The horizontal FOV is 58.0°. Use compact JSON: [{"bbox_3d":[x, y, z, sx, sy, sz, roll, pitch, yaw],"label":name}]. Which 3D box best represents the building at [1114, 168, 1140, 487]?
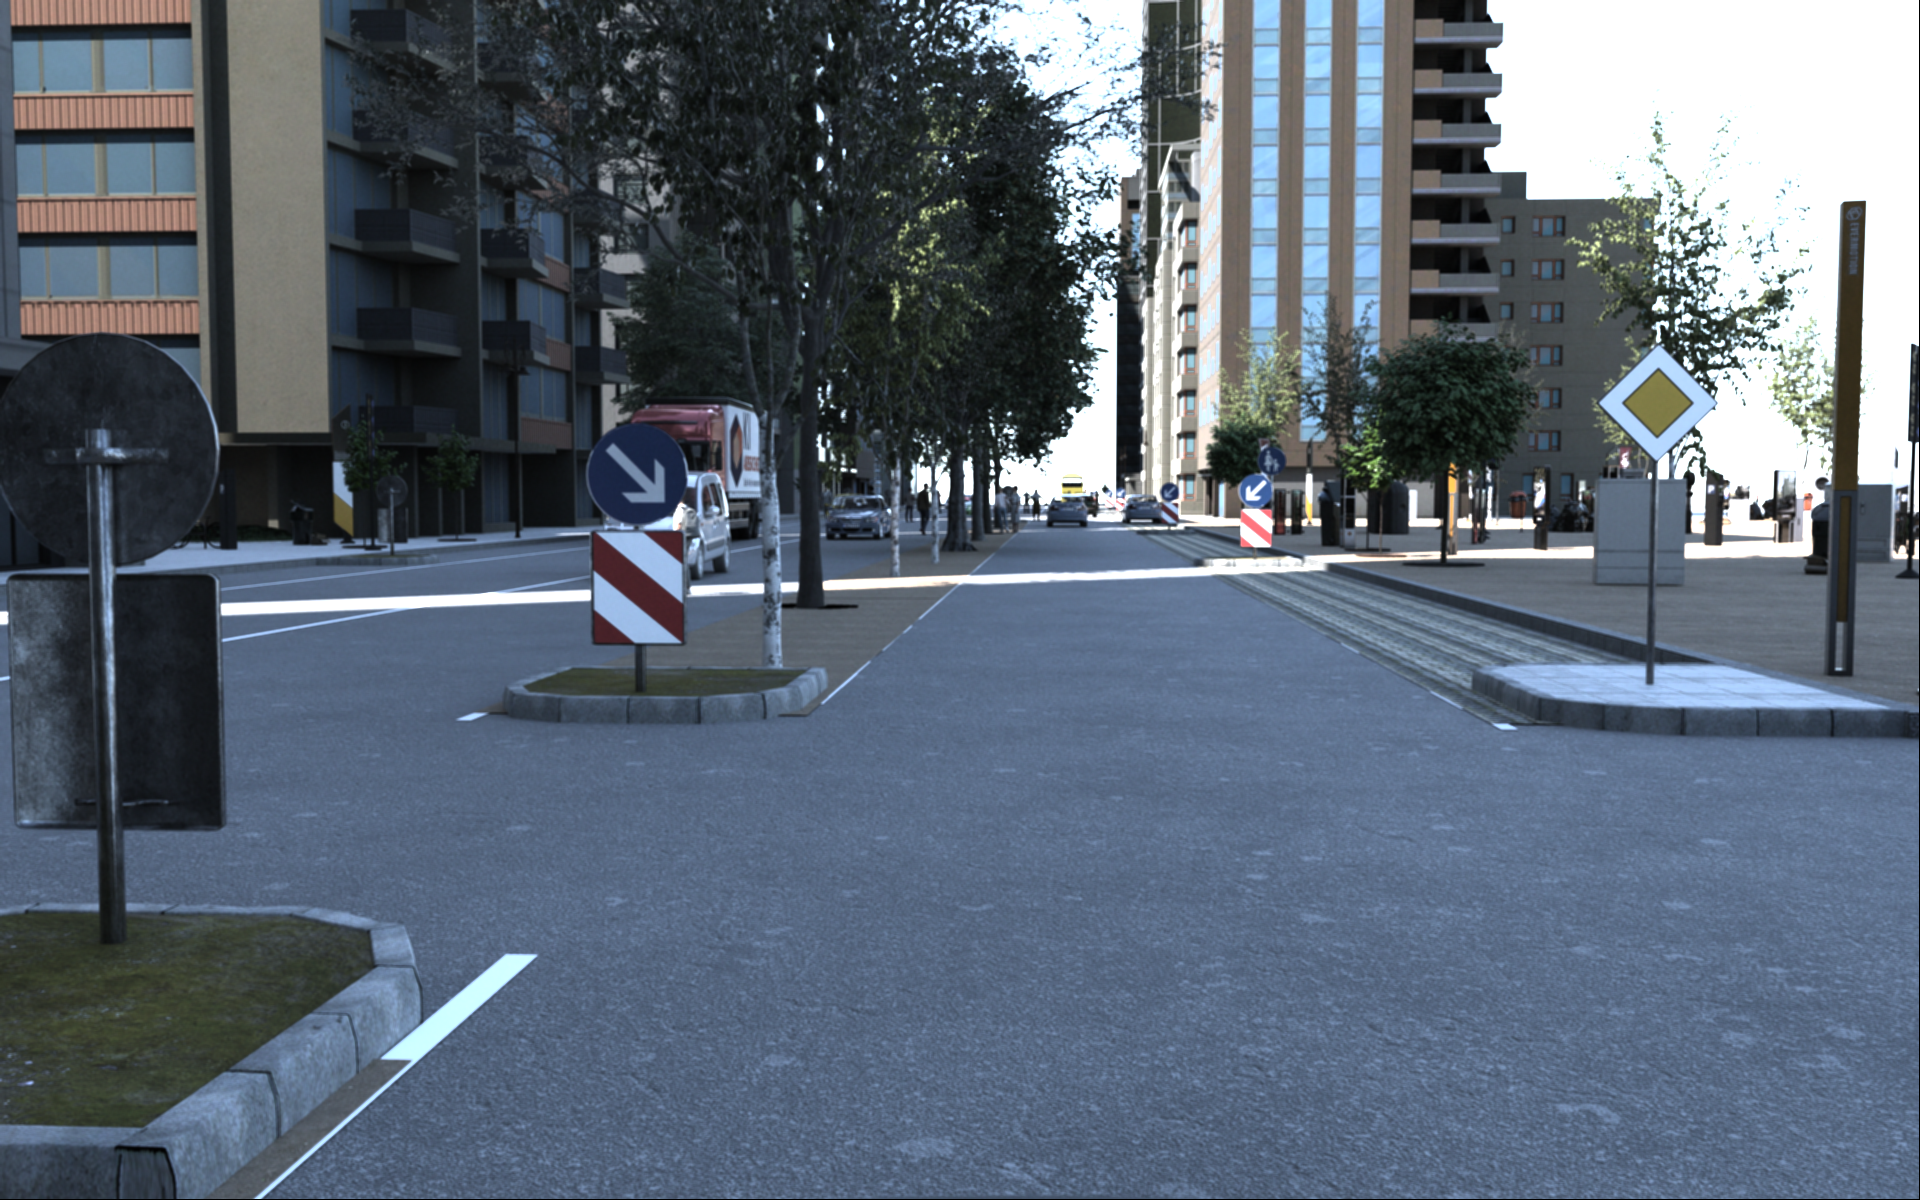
[{"bbox_3d":[28.620,-35.914,237.300,14.600,45.320,14.200,0,4,3],"label":"building"}]

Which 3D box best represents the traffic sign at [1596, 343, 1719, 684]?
[{"bbox_3d":[4.653,-0.488,11.627,0.795,2.450,0.064,0,4,3],"label":"traffic sign"}]

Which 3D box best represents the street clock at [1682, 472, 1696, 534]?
[{"bbox_3d":[23.508,-3.139,55.891,0.358,2.002,0.471,0,4,-5],"label":"street clock"}]

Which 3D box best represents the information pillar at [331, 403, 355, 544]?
[{"bbox_3d":[-15.926,-3.263,44.701,0.504,3.616,0.183,-3,4,-39],"label":"information pillar"}]

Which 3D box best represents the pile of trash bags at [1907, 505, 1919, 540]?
[{"bbox_3d":[28.174,-2.331,47.858,3.447,1.369,1.912,-1,4,-9],"label":"pile of trash bags"}]

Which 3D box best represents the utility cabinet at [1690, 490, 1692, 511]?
[{"bbox_3d":[23.375,-2.949,56.893,1.173,1.500,0.318,0,4,7],"label":"utility cabinet"}]

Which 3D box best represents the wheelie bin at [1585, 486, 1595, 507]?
[{"bbox_3d":[24.421,-3.597,66.723,0.693,1.594,0.980,-2,4,-24],"label":"wheelie bin"}]

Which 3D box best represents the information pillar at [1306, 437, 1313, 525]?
[{"bbox_3d":[14.502,-4.925,71.882,0.183,3.616,0.504,0,4,-6],"label":"information pillar"}]

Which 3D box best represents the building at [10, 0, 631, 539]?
[{"bbox_3d":[-24.734,-24.926,62.159,22.147,44.769,28.867,0,4,3],"label":"building"}]

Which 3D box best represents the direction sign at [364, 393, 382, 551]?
[{"bbox_3d":[-13.399,-2.901,39.429,0.379,3.537,0.876,-1,4,-10],"label":"direction sign"}]

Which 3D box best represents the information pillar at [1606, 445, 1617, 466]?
[{"bbox_3d":[31.233,-5.610,83.074,0.504,3.616,0.183,-1,4,-14],"label":"information pillar"}]

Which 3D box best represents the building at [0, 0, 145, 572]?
[{"bbox_3d":[-25.045,-35.883,24.939,20.563,71.187,20.611,0,4,3],"label":"building"}]

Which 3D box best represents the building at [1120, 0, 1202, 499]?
[{"bbox_3d":[29.738,-46.863,204.461,20.563,71.187,20.611,0,4,3],"label":"building"}]

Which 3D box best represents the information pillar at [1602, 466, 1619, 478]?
[{"bbox_3d":[16.877,-2.476,44.970,0.304,2.012,0.304,-1,4,-11],"label":"information pillar"}]

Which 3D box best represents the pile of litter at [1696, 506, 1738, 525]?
[{"bbox_3d":[31.599,-3.556,72.098,1.719,0.858,1.176,3,5,40],"label":"pile of litter"}]

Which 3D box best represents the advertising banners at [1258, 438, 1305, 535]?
[{"bbox_3d":[10.082,-3.562,54.419,2.074,3.025,0.090,-2,4,-35],"label":"advertising banners"}]

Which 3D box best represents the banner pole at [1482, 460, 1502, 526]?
[{"bbox_3d":[21.369,-4.866,69.572,0.863,3.779,0.401,0,4,4],"label":"banner pole"}]

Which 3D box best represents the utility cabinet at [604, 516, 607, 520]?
[{"bbox_3d":[-17.973,-4.677,85.141,1.173,1.500,0.318,0,4,7],"label":"utility cabinet"}]

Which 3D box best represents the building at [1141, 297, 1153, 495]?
[{"bbox_3d":[29.867,-18.401,145.897,27.650,21.520,28.899,0,4,3],"label":"building"}]

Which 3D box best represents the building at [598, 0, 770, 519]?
[{"bbox_3d":[-18.520,-19.784,95.173,14.160,30.474,14.107,0,4,3],"label":"building"}]

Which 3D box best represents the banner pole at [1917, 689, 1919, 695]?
[{"bbox_3d":[6.495,-1.285,11.021,0.863,3.779,0.401,-2,4,-35],"label":"banner pole"}]

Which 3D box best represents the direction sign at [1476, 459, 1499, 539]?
[{"bbox_3d":[15.023,-3.523,49.598,0.379,3.537,0.876,-2,4,-29],"label":"direction sign"}]

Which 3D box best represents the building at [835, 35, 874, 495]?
[{"bbox_3d":[-15.377,-30.845,154.422,14.600,45.320,14.200,0,4,3],"label":"building"}]

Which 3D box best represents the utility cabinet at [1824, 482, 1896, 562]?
[{"bbox_3d":[17.011,-1.475,32.789,1.173,1.500,0.318,3,5,40],"label":"utility cabinet"}]

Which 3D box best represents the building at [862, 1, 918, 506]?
[{"bbox_3d":[-16.037,-55.359,217.783,22.319,86.520,31.000,0,4,3],"label":"building"}]

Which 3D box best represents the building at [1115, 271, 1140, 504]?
[{"bbox_3d":[27.038,-27.616,223.218,14.160,30.474,14.107,0,4,3],"label":"building"}]

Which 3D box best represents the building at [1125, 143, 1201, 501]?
[{"bbox_3d":[33.760,-29.962,181.763,32.217,40.220,23.993,0,4,3],"label":"building"}]

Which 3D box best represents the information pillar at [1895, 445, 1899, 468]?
[{"bbox_3d":[43.951,-5.505,81.369,0.183,3.616,0.504,1,4,11],"label":"information pillar"}]

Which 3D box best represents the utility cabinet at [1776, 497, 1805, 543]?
[{"bbox_3d":[22.074,-2.132,46.022,1.020,1.237,0.306,-3,5,-41],"label":"utility cabinet"}]

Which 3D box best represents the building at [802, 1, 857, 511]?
[{"bbox_3d":[-20.793,-31.357,132.301,23.786,49.044,30.456,0,4,3],"label":"building"}]

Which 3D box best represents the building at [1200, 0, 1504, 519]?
[{"bbox_3d":[20.644,-27.180,94.506,14.600,45.320,14.200,0,4,3],"label":"building"}]

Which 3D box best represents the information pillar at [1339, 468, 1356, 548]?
[{"bbox_3d":[9.268,-2.255,41.369,0.304,2.012,0.304,0,4,-7],"label":"information pillar"}]

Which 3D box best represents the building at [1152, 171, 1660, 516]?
[{"bbox_3d":[27.774,-16.595,116.360,27.650,21.520,28.899,0,4,3],"label":"building"}]

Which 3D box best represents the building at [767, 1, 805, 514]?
[{"bbox_3d":[-17.791,-26.019,109.001,14.154,41.232,14.086,0,4,3],"label":"building"}]

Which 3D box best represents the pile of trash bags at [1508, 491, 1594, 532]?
[{"bbox_3d":[20.154,-2.987,58.583,3.447,1.369,1.912,-1,4,-13],"label":"pile of trash bags"}]

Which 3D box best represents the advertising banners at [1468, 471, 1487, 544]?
[{"bbox_3d":[13.198,-2.940,44.265,0.090,3.025,2.074,2,4,29],"label":"advertising banners"}]

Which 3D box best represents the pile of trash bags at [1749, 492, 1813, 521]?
[{"bbox_3d":[39.884,-4.537,83.932,3.447,1.369,1.912,-1,4,-17],"label":"pile of trash bags"}]

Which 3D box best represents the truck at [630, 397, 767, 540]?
[{"bbox_3d":[-7.818,-3.884,52.424,2.839,4.237,11.283,0,4,2],"label":"truck"}]

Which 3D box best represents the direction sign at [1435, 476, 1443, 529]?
[{"bbox_3d":[17.618,-4.365,63.372,0.876,3.537,0.379,0,4,3],"label":"direction sign"}]

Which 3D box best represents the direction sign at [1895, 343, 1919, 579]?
[{"bbox_3d":[14.484,-2.099,26.316,0.379,3.537,0.876,3,4,39],"label":"direction sign"}]

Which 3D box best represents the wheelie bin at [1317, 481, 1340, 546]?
[{"bbox_3d":[9.259,-2.133,42.777,0.980,1.594,0.693,-1,4,-23],"label":"wheelie bin"}]

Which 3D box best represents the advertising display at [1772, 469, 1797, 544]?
[{"bbox_3d":[21.458,-2.439,45.086,0.974,1.923,0.123,-3,4,-37],"label":"advertising display"}]

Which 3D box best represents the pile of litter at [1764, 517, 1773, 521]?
[{"bbox_3d":[38.609,-4.124,81.388,1.176,0.858,1.719,-1,4,-9],"label":"pile of litter"}]

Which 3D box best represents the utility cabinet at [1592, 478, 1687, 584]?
[{"bbox_3d":[9.562,-0.961,24.392,1.173,1.500,0.318,1,4,10],"label":"utility cabinet"}]

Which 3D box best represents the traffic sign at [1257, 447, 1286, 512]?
[{"bbox_3d":[8.425,-2.861,46.880,0.768,2.556,0.104,0,4,5],"label":"traffic sign"}]

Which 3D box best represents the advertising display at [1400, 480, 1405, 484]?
[{"bbox_3d":[20.236,-4.527,79.225,0.123,1.923,0.974,0,4,6],"label":"advertising display"}]

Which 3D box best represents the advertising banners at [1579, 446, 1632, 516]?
[{"bbox_3d":[23.710,-4.123,63.591,2.074,3.025,0.090,-1,4,-10],"label":"advertising banners"}]
